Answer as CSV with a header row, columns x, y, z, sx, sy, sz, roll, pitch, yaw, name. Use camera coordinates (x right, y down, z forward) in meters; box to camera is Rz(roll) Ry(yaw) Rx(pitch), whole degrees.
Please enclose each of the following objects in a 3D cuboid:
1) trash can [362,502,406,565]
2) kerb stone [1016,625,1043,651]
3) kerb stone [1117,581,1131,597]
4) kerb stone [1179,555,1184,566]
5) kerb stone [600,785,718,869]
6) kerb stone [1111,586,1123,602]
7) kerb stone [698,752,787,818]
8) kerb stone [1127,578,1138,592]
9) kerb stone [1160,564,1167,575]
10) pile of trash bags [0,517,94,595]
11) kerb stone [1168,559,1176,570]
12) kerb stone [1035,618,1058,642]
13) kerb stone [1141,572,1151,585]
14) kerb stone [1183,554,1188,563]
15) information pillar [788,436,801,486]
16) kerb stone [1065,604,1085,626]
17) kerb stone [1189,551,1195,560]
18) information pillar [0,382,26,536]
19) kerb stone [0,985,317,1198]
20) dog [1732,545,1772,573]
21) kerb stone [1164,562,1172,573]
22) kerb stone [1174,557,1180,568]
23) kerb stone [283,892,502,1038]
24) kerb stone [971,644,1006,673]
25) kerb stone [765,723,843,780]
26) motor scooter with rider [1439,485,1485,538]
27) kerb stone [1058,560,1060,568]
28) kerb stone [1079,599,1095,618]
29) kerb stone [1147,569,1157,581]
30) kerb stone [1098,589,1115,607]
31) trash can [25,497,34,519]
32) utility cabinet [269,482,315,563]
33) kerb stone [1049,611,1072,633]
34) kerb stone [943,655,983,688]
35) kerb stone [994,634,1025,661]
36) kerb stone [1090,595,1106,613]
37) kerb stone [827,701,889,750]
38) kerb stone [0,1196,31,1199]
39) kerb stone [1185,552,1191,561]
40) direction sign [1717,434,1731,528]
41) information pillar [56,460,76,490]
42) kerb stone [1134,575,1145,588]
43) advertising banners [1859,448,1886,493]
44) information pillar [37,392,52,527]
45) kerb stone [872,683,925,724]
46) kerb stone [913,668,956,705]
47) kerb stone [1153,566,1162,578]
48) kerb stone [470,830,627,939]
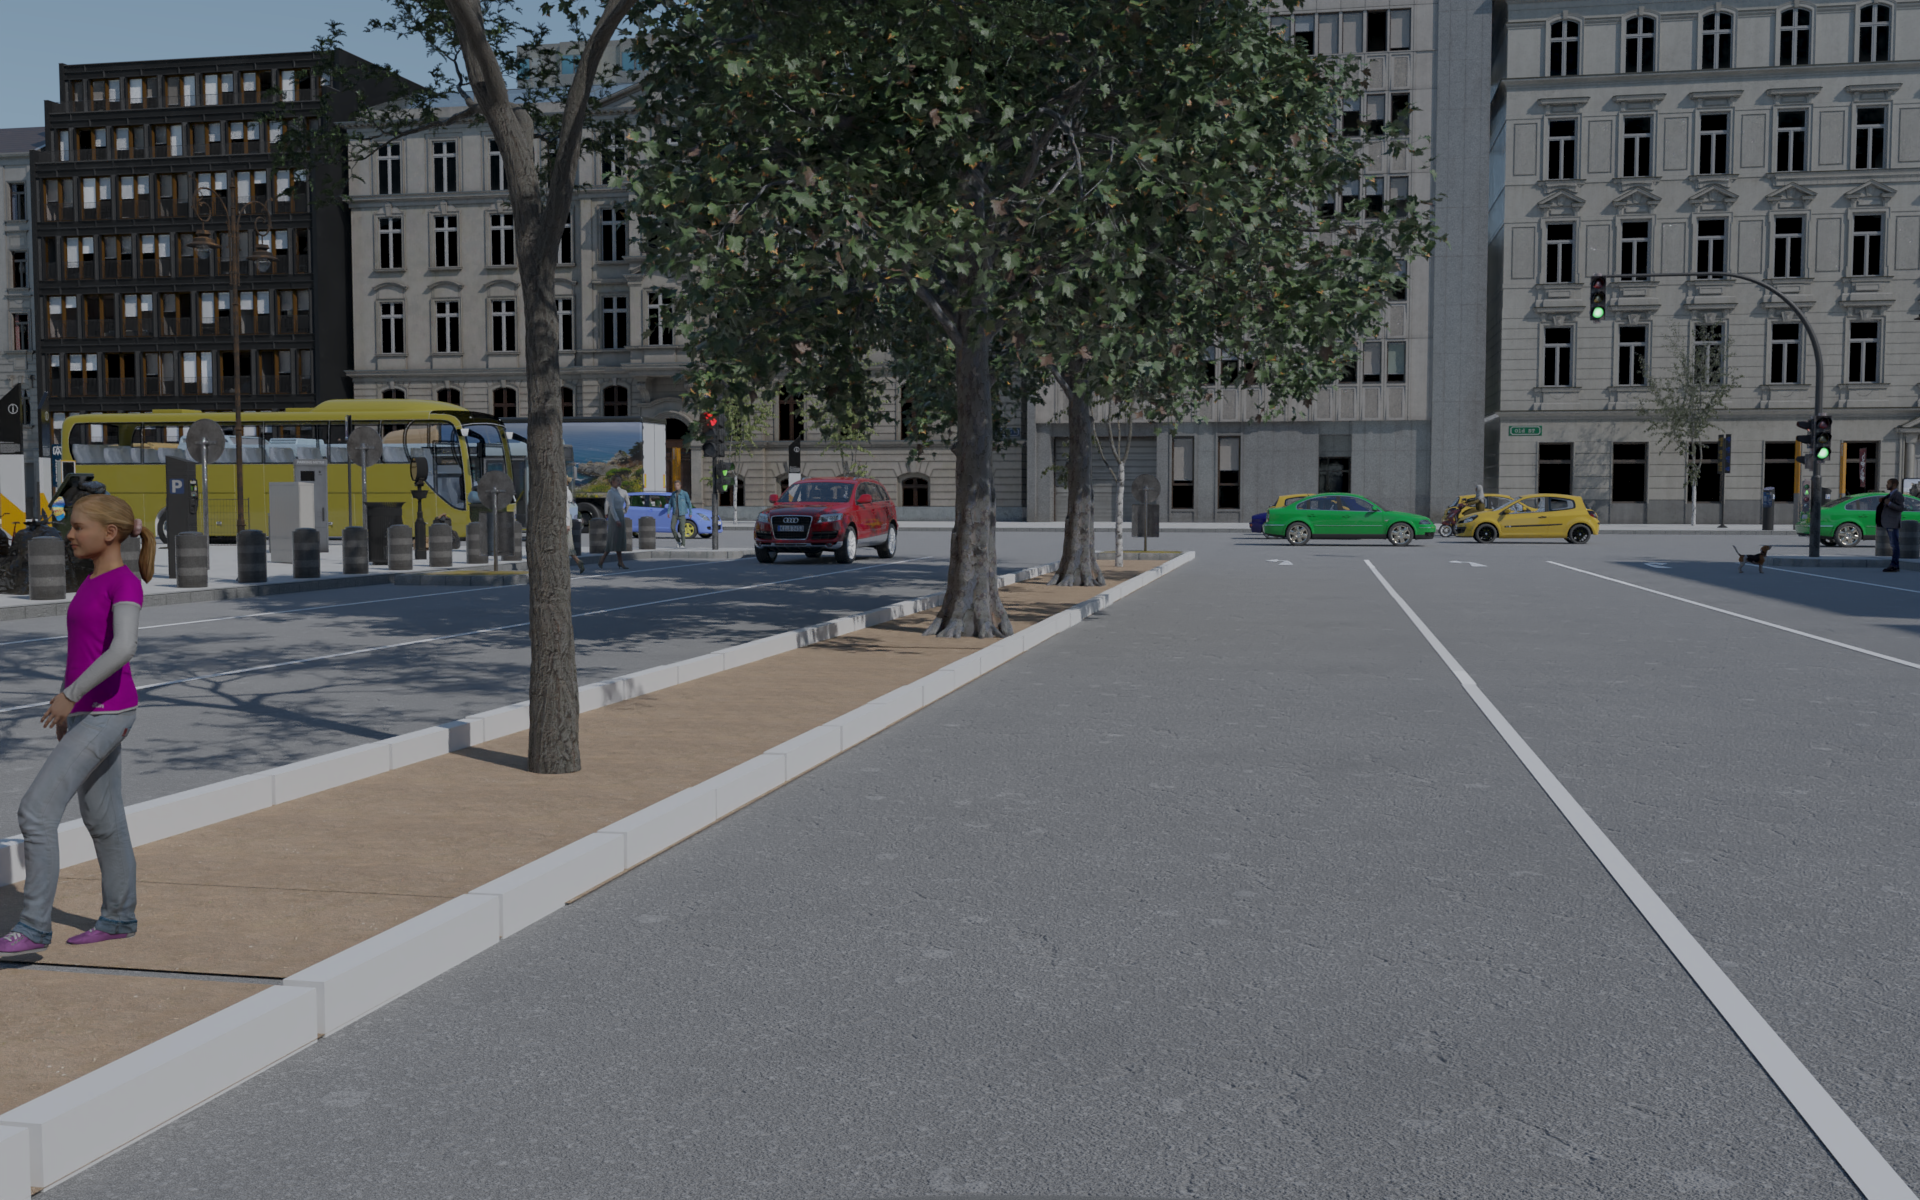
x,y,z,sx,sy,sz,roll,pitch,yaw,name
-10.404,-1.203,31.329,0.748,1.137,0.748,0,3,0,trash can
0.619,0.370,16.155,0.120,0.150,1.000,1,4,11,kerb stone
2.249,-0.123,24.211,0.120,0.150,1.000,1,4,11,kerb stone
4.291,-0.740,34.288,0.120,0.150,1.000,1,4,11,kerb stone
-1.223,0.925,7.074,0.120,0.150,1.000,1,4,11,kerb stone
2.037,-0.058,23.207,0.120,0.150,1.000,1,4,11,kerb stone
-1.024,0.871,8.081,0.120,0.150,1.000,1,4,11,kerb stone
2.446,-0.185,25.217,0.120,0.150,1.000,1,4,11,kerb stone
3.469,-0.493,30.256,0.120,0.150,1.000,1,4,11,kerb stone
-12.886,-0.836,23.427,3.447,1.369,1.912,2,4,30,pile of trash bags
3.876,-0.615,32.267,0.120,0.150,1.000,1,4,11,kerb stone
0.819,0.309,17.161,0.120,0.150,1.000,1,4,11,kerb stone
2.861,-0.308,27.226,0.120,0.150,1.000,1,4,11,kerb stone
4.493,-0.801,35.293,0.120,0.150,1.000,1,4,11,kerb stone
-6.628,-4.784,69.569,0.504,3.616,0.183,-1,4,-15,information pillar
1.235,0.184,19.183,0.120,0.150,1.000,1,4,11,kerb stone
4.904,-0.925,37.312,0.120,0.150,1.000,1,4,11,kerb stone
-19.930,-2.757,36.433,0.504,3.616,0.183,0,4,0,information pillar
-1.839,1.117,4.050,0.120,0.150,1.000,1,4,11,kerb stone
14.372,-0.743,31.433,0.540,0.507,0.406,-1,4,-22,dog
3.678,-0.547,31.261,0.120,0.150,1.000,1,4,11,kerb stone
4.086,-0.678,33.282,0.120,0.150,1.000,1,4,11,kerb stone
-1.632,1.049,5.062,0.120,0.150,1.000,1,4,11,kerb stone
0.206,0.495,14.141,0.120,0.150,1.000,1,4,11,kerb stone
-0.819,0.803,9.088,0.120,0.150,1.000,1,4,11,kerb stone
16.781,-2.936,56.967,1.986,1.779,0.876,1,4,11,motor scooter with rider
1.806,-0.634,32.602,0.120,0.150,1.000,1,4,11,kerb stone
1.429,0.123,20.190,0.120,0.150,1.000,1,4,11,kerb stone
3.060,-0.369,28.237,0.120,0.150,1.000,1,4,11,kerb stone
1.844,0.000,22.199,0.120,0.150,1.000,1,4,11,kerb stone
-47.231,-4.647,87.629,0.748,1.137,0.748,0,3,0,trash can
-12.332,-1.427,32.010,1.173,1.500,0.318,3,5,43,utility cabinet
1.023,0.246,18.170,0.120,0.150,1.000,1,4,11,kerb stone
0.000,0.554,13.133,0.120,0.150,1.000,1,4,11,kerb stone
0.408,0.432,15.148,0.120,0.150,1.000,1,4,11,kerb stone
1.633,0.068,21.196,0.120,0.150,1.000,1,4,11,kerb stone
-0.610,0.741,10.102,0.120,0.150,1.000,1,4,11,kerb stone
-2.043,1.172,3.032,0.120,0.150,1.000,1,4,11,kerb stone
4.695,-0.863,36.299,0.120,0.150,1.000,1,4,11,kerb stone
28.937,-4.503,65.628,0.379,3.537,0.876,0,4,-5,direction sign
-19.518,-2.041,37.868,0.304,2.012,0.304,3,5,45,information pillar
2.651,-0.246,26.222,0.120,0.150,1.000,1,4,11,kerb stone
34.290,-4.217,65.128,0.090,3.025,2.074,0,4,2,advertising banners
-20.916,-2.951,39.605,0.183,3.616,0.504,-1,4,-8,information pillar
-0.412,0.678,11.111,0.120,0.150,1.000,1,4,11,kerb stone
-0.202,0.621,12.122,0.120,0.150,1.000,1,4,11,kerb stone
3.267,-0.429,29.251,0.120,0.150,1.000,1,4,11,kerb stone
-1.429,0.989,6.069,0.120,0.150,1.000,1,4,11,kerb stone
